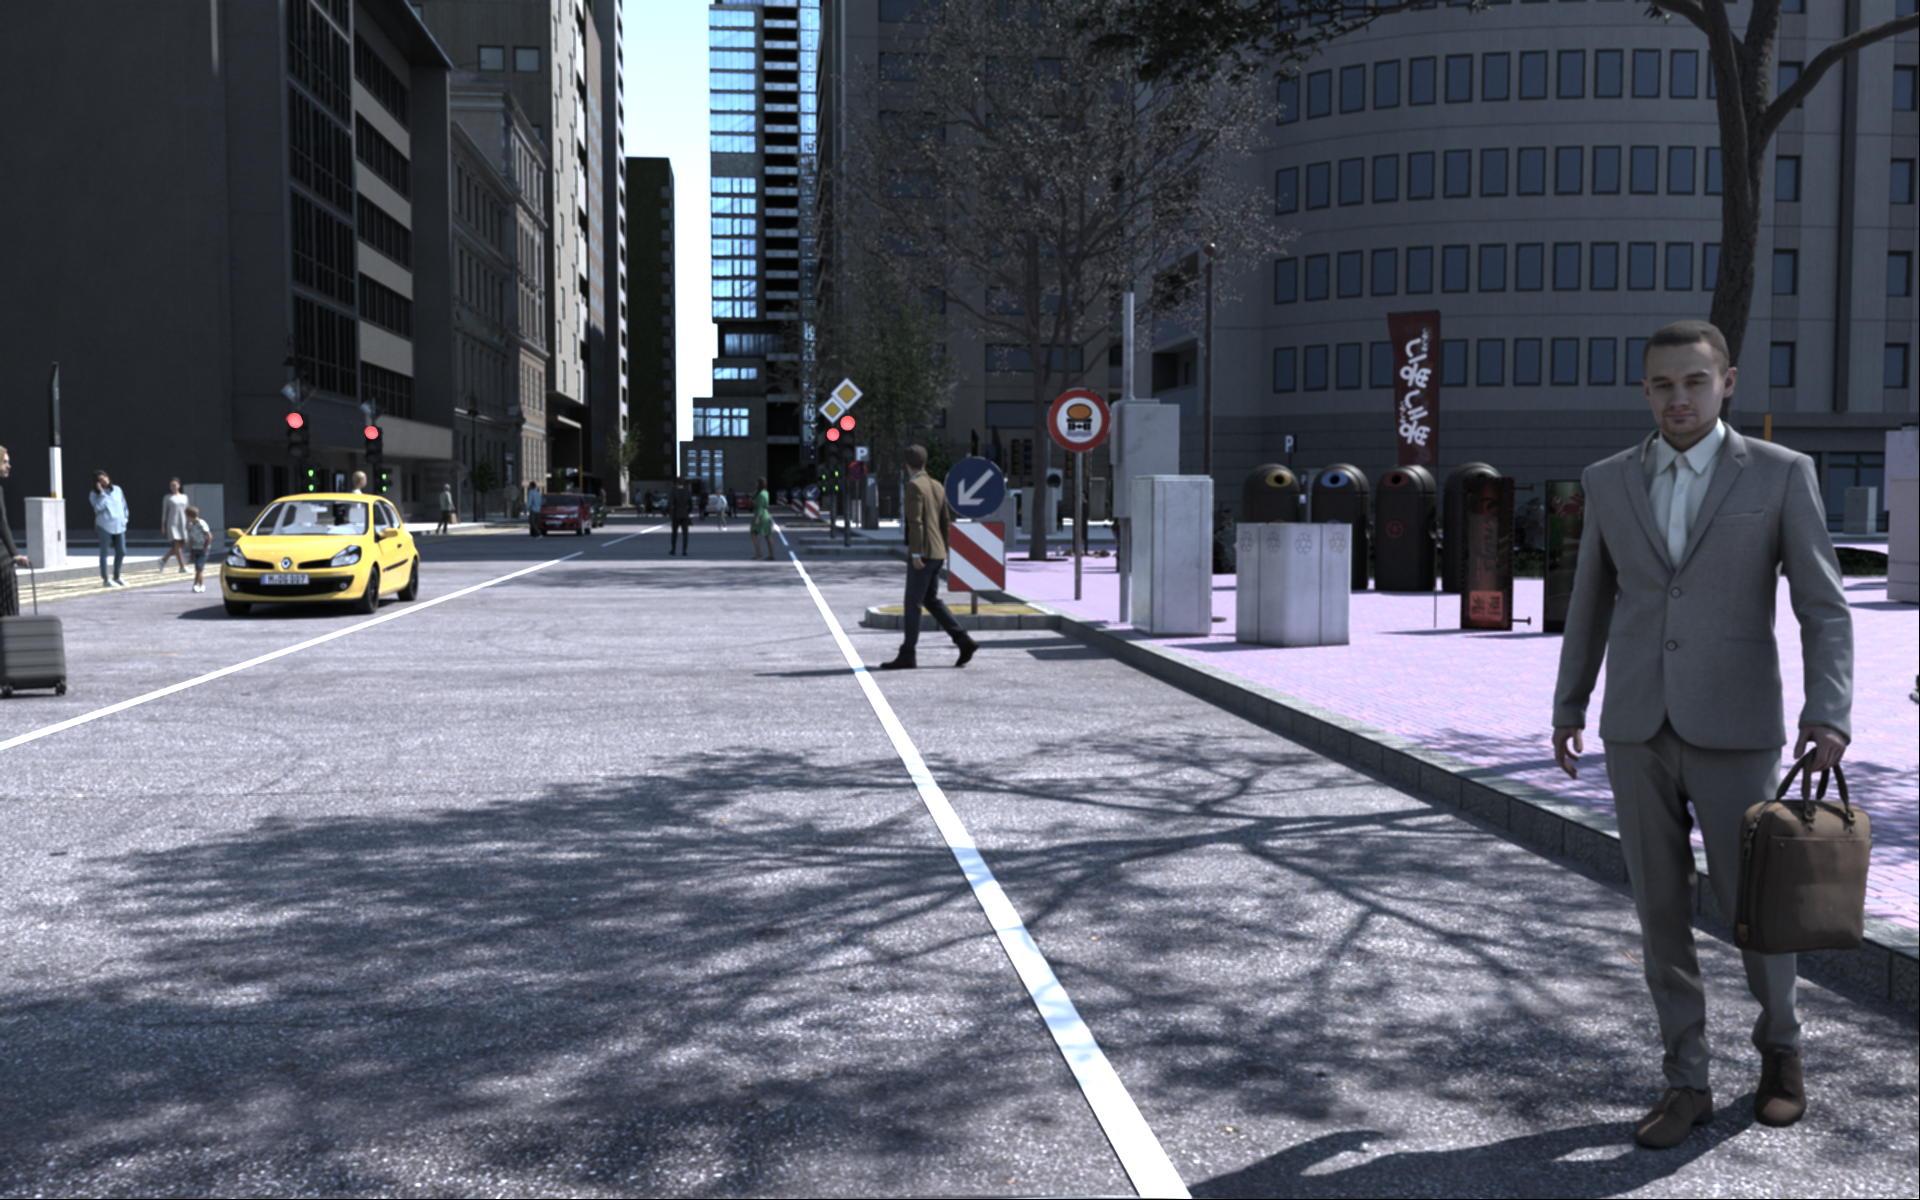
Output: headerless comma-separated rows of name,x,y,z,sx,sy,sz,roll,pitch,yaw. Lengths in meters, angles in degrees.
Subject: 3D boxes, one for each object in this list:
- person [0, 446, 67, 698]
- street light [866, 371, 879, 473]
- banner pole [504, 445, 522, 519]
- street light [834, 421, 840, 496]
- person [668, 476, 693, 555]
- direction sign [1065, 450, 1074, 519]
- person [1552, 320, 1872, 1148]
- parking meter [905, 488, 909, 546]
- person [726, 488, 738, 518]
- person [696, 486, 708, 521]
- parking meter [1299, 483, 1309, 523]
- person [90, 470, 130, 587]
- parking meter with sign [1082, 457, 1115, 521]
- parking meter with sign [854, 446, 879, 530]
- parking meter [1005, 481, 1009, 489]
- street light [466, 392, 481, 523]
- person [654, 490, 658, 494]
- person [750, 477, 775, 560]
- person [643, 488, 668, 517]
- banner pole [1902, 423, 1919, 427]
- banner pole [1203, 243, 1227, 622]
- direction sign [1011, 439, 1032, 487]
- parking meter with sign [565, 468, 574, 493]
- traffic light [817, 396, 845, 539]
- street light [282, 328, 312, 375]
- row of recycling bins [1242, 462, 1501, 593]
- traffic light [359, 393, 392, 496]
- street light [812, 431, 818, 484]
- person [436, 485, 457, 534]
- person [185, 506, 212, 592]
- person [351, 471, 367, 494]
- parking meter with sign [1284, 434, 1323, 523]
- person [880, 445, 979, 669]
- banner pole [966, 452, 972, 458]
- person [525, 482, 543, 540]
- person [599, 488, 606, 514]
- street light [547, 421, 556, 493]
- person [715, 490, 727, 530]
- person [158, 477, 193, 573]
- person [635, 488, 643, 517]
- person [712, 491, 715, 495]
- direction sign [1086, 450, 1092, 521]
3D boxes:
person,-7.037,-0.242,12.673,0.699,1.804,1.509,-2,4,-34
street light,-3.285,-5.633,64.887,0.468,5.910,1.993,0,4,-7
banner pole,-22.880,-6.032,88.633,0.863,3.779,0.401,-1,4,-21
street light,-6.769,-7.416,94.046,0.468,5.910,1.993,0,4,-7
person,-6.582,-1.973,40.536,0.659,1.850,0.755,-2,4,-25
direction sign,5.792,-5.898,88.432,0.876,3.537,0.379,-1,4,-19
person,1.640,0.293,3.836,0.709,1.813,0.853,2,4,35
parking meter,-1.191,-2.117,43.023,0.372,1.533,0.369,0,3,0
person,-13.620,-5.797,103.459,0.721,1.800,0.419,0,4,-3
person,-13.890,-5.203,93.350,0.659,1.850,0.755,0,4,-7
parking meter,6.785,-1.608,34.697,0.372,1.533,0.369,0,3,0
person,-13.067,-1.092,26.618,0.793,1.790,0.793,0,4,-4
parking meter with sign,6.453,-5.194,81.187,1.738,3.016,0.543,-1,4,-10
parking meter with sign,-3.323,-4.057,62.591,0.543,3.016,1.738,-1,4,-19
parking meter,2.039,-4.482,78.992,0.399,1.863,0.255,1,4,16
street light,-21.732,-6.402,77.462,0.468,5.910,1.993,0,4,-7
person,-29.268,-9.677,166.659,1.348,1.831,0.705,1,4,21
person,-4.278,-1.758,37.483,0.529,1.795,0.600,0,4,-4
person,-19.412,-6.196,110.020,1.509,1.804,0.699,1,4,14
banner pole,29.406,-3.874,53.359,0.863,3.779,0.401,3,5,41
banner pole,2.513,-1.689,17.628,0.401,3.779,0.863,0,4,4
direction sign,2.542,-4.867,71.568,0.876,3.537,0.379,1,4,18
parking meter with sign,-25.859,-7.232,114.497,0.543,3.016,1.738,0,4,-8
traffic light,-3.674,-3.722,49.769,0.839,4.253,0.868,0,4,-7
street light,-18.429,-4.617,48.276,0.468,5.910,1.993,0,4,-7
row of recycling bins,5.499,-0.988,23.262,3.534,1.692,1.069,2,4,25
traffic light,-16.298,-3.630,48.279,0.839,4.253,0.868,0,4,-7
street light,-10.322,-9.222,123.559,0.468,5.910,1.993,0,4,-7
person,-18.241,-3.213,61.514,0.782,1.767,0.515,3,4,38
person,-11.150,-0.745,25.368,0.352,1.250,0.332,-2,4,-27
person,-9.335,-1.100,26.838,0.624,1.780,0.694,-1,4,-9
parking meter with sign,10.430,-3.346,50.973,1.738,3.016,0.543,-1,4,-20
person,-0.260,-0.361,14.307,0.836,1.842,0.656,-1,4,-8
banner pole,0.556,-6.124,90.148,0.401,3.779,0.863,3,5,39
person,-13.271,-2.790,54.135,0.620,1.820,0.660,1,4,18
person,-23.803,-6.541,115.250,0.447,1.846,0.655,-1,4,-12
street light,-25.180,-8.211,107.033,0.468,5.910,1.993,0,4,-7
person,-9.542,-3.579,68.834,0.589,1.601,0.330,3,5,40
person,-14.246,-1.354,31.385,0.760,1.731,0.466,1,4,11
person,-20.079,-6.090,108.329,0.793,1.790,0.793,2,4,31
person,-27.369,-11.263,192.607,0.705,1.831,1.348,-1,4,-10
direction sign,6.239,-5.631,84.061,0.379,3.537,0.876,1,4,21
